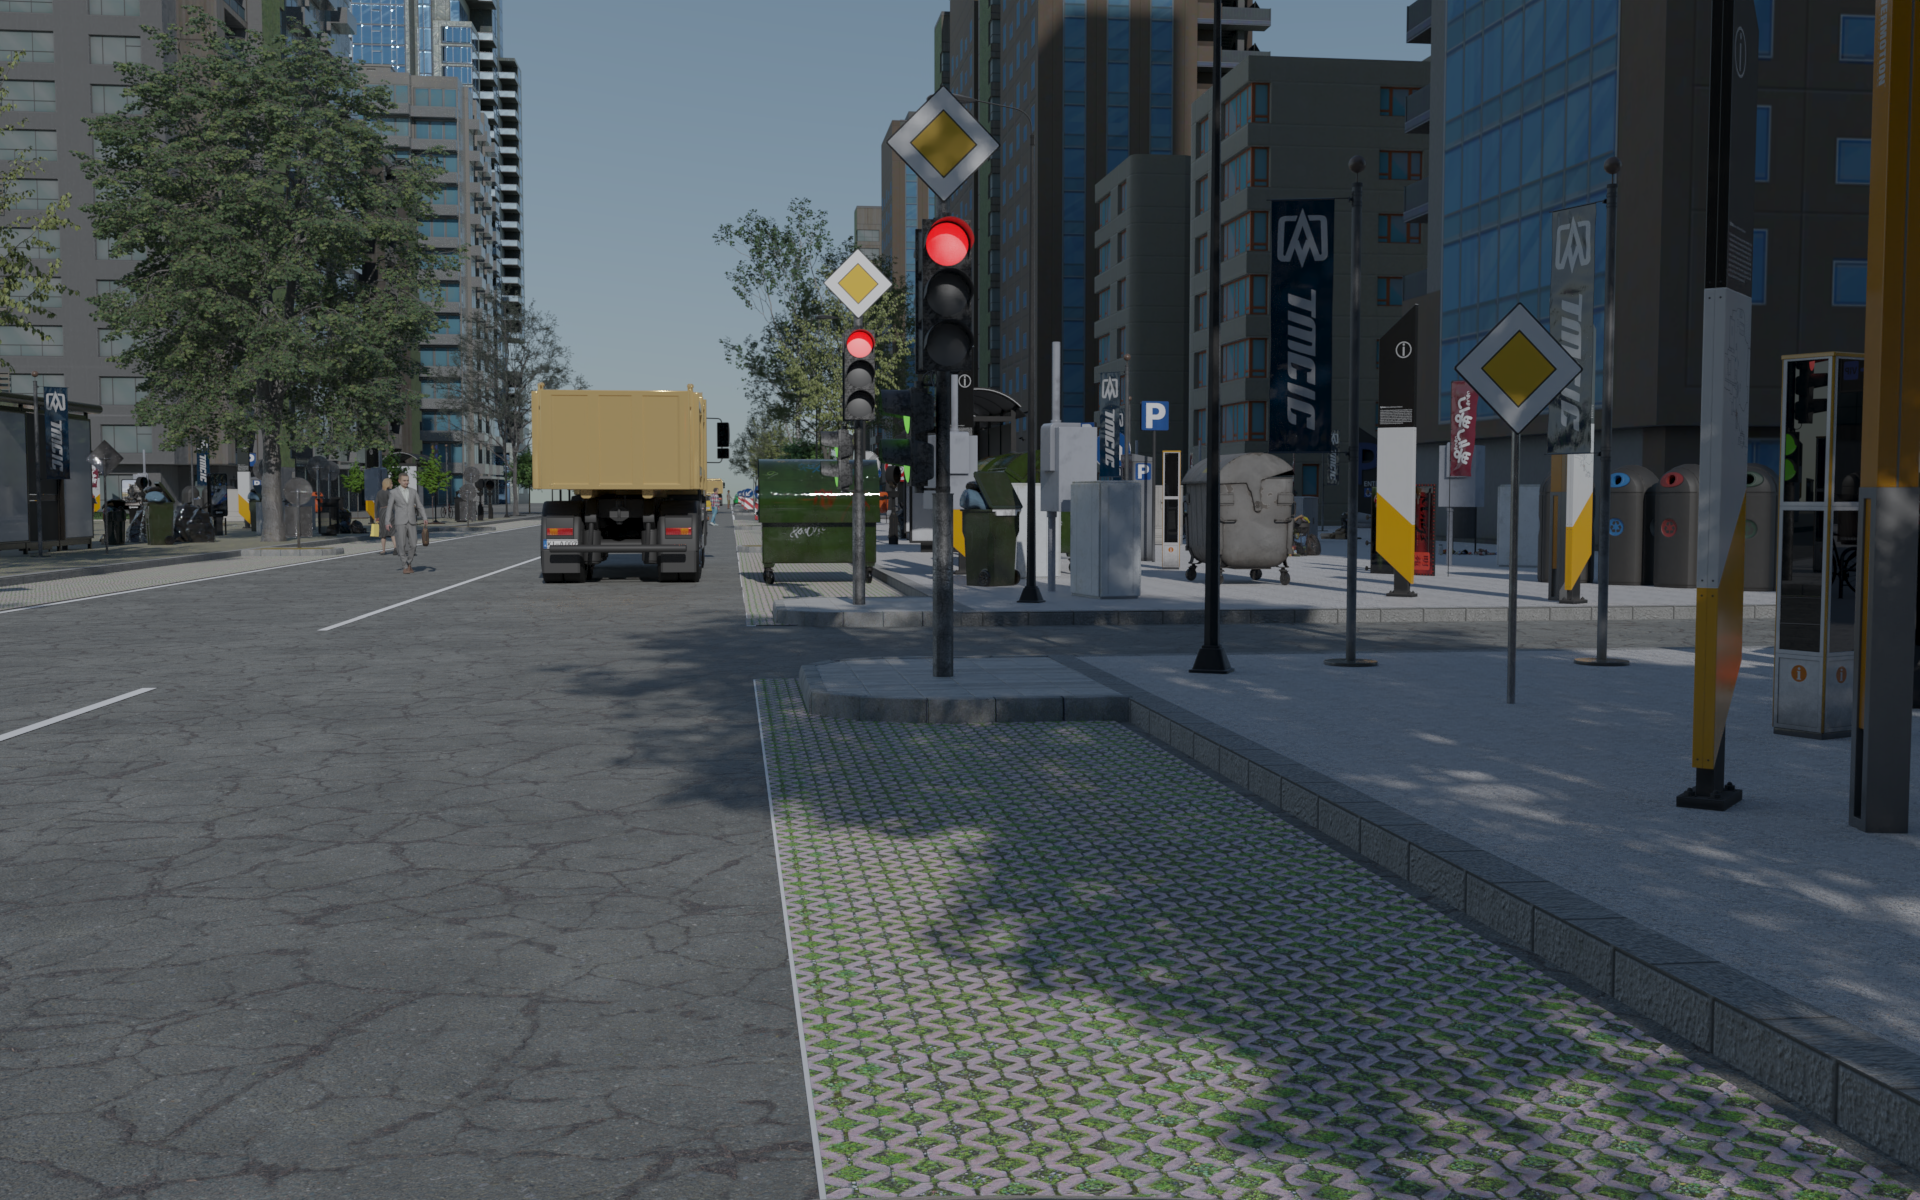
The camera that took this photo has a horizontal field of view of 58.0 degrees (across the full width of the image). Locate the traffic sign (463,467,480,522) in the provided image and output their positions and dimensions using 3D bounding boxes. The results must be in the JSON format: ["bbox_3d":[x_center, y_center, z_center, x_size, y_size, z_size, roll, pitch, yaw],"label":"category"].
[{"bbox_3d":[-22.577,-4.892,80.090,0.768,2.556,0.104,0,4,-4],"label":"traffic sign"}]

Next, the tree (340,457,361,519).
[{"bbox_3d":[-31.651,-5.871,90.593,1.663,3.219,1.824,0,3,0],"label":"tree"}]

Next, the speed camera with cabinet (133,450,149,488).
[{"bbox_3d":[-36.693,-5.095,77.641,0.660,3.252,2.038,-1,4,-21],"label":"speed camera with cabinet"}]

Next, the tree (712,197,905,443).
[{"bbox_3d":[-9.256,-15.466,108.755,12.611,20.169,13.585,0,3,0],"label":"tree"}]

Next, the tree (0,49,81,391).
[{"bbox_3d":[-16.036,-4.684,26.947,4.737,8.622,4.395,0,3,0],"label":"tree"}]

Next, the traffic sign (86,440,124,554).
[{"bbox_3d":[-18.188,-2.182,36.866,0.795,2.450,0.064,0,4,0],"label":"traffic sign"}]

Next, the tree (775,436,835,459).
[{"bbox_3d":[-7.848,-6.420,88.682,4.285,4.588,4.351,0,3,0],"label":"tree"}]

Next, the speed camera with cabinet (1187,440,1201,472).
[{"bbox_3d":[9.491,-4.280,64.320,2.038,3.252,0.660,-1,4,-12],"label":"speed camera with cabinet"}]

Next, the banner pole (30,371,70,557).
[{"bbox_3d":[-18.641,-2.780,35.464,0.401,3.779,0.863,3,5,41],"label":"banner pole"}]

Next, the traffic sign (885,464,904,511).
[{"bbox_3d":[-2.087,-3.472,56.880,0.768,2.556,0.104,0,4,1],"label":"traffic sign"}]

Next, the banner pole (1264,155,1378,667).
[{"bbox_3d":[2.711,-1.403,12.951,0.863,3.779,0.401,1,4,9],"label":"banner pole"}]

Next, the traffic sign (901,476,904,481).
[{"bbox_3d":[-2.653,-4.442,72.629,0.884,2.594,0.081,0,3,0],"label":"traffic sign"}]

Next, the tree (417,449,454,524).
[{"bbox_3d":[-22.456,-4.864,74.134,1.663,3.219,1.824,0,3,0],"label":"tree"}]

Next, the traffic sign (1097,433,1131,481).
[{"bbox_3d":[3.041,-2.124,34.839,0.768,2.556,0.104,0,4,-5],"label":"traffic sign"}]

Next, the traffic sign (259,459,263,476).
[{"bbox_3d":[-23.456,-3.594,58.871,0.768,2.556,0.104,0,4,1],"label":"traffic sign"}]

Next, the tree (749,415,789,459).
[{"bbox_3d":[-16.919,-12.591,156.229,4.360,8.622,3.978,0,3,0],"label":"tree"}]

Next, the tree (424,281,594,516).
[{"bbox_3d":[-26.086,-11.645,100.767,12.009,13.543,11.850,0,3,0],"label":"tree"}]

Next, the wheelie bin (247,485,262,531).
[{"bbox_3d":[-24.092,-3.165,59.658,0.693,1.594,0.980,2,4,26],"label":"wheelie bin"}]

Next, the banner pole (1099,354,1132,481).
[{"bbox_3d":[2.819,-2.518,31.184,0.863,3.779,0.401,3,5,45],"label":"banner pole"}]

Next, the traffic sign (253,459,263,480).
[{"bbox_3d":[-25.368,-3.851,63.078,0.768,2.556,0.104,0,4,0],"label":"traffic sign"}]

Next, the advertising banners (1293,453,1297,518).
[{"bbox_3d":[12.481,-4.183,64.581,0.090,3.025,2.074,1,4,15],"label":"advertising banners"}]

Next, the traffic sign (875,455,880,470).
[{"bbox_3d":[-2.750,-3.135,51.364,0.768,2.556,0.104,0,4,-1],"label":"traffic sign"}]

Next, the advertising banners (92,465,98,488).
[{"bbox_3d":[-37.219,-4.716,73.287,2.074,3.025,0.090,1,4,19],"label":"advertising banners"}]

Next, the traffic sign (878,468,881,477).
[{"bbox_3d":[-3.700,-4.456,72.966,0.768,2.556,0.104,0,4,2],"label":"traffic sign"}]

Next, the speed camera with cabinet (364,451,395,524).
[{"bbox_3d":[-20.431,-4.111,61.558,0.660,3.252,2.038,1,4,8],"label":"speed camera with cabinet"}]

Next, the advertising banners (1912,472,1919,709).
[{"bbox_3d":[6.289,-0.851,10.108,2.074,3.025,0.090,1,4,15],"label":"advertising banners"}]

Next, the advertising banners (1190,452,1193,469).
[{"bbox_3d":[9.770,-4.626,71.828,0.090,3.025,2.074,0,4,-5],"label":"advertising banners"}]

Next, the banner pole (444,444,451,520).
[{"bbox_3d":[-25.767,-5.935,87.056,0.401,3.779,0.863,-1,4,-21],"label":"banner pole"}]

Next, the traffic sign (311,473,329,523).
[{"bbox_3d":[-24.095,-3.975,65.099,0.768,2.556,0.104,0,4,2],"label":"traffic sign"}]

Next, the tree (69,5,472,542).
[{"bbox_3d":[-18.466,-8.553,46.492,9.857,13.997,8.962,0,3,0],"label":"tree"}]

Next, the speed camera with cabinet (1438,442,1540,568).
[{"bbox_3d":[9.567,-2.222,30.659,2.038,3.252,0.660,2,4,34],"label":"speed camera with cabinet"}]

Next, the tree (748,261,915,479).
[{"bbox_3d":[-3.505,-6.328,53.829,4.737,8.622,4.395,0,3,0],"label":"tree"}]

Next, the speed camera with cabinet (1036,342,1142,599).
[{"bbox_3d":[1.646,-1.693,22.019,0.660,3.252,2.038,-1,4,-19],"label":"speed camera with cabinet"}]

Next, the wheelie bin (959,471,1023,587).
[{"bbox_3d":[0.400,-0.998,24.218,0.980,1.594,0.693,-3,5,-45],"label":"wheelie bin"}]

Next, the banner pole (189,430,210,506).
[{"bbox_3d":[-29.305,-4.689,66.690,0.863,3.779,0.401,-1,4,-20],"label":"banner pole"}]

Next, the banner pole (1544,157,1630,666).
[{"bbox_3d":[4.753,-1.416,13.174,0.401,3.779,0.863,-2,4,-23],"label":"banner pole"}]

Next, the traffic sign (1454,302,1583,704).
[{"bbox_3d":[3.372,-0.572,10.538,0.795,2.450,0.064,0,4,-4],"label":"traffic sign"}]

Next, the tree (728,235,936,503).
[{"bbox_3d":[-4.218,-7.887,63.371,8.767,10.594,7.601,1,4,14],"label":"tree"}]

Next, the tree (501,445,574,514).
[{"bbox_3d":[-28.175,-7.941,113.556,4.285,4.588,4.351,0,3,0],"label":"tree"}]

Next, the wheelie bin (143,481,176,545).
[{"bbox_3d":[-20.184,-2.185,43.637,0.693,1.594,0.980,-3,4,-36],"label":"wheelie bin"}]

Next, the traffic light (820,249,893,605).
[{"bbox_3d":[-1.192,-1.901,20.001,0.839,4.253,0.868,0,4,-8],"label":"traffic light"}]

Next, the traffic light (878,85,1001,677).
[{"bbox_3d":[-0.138,-1.417,12.086,0.839,4.253,0.868,0,4,-8],"label":"traffic light"}]

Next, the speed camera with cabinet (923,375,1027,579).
[{"bbox_3d":[0.488,-1.942,26.092,2.038,3.252,0.660,-1,4,-22],"label":"speed camera with cabinet"}]

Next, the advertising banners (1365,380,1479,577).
[{"bbox_3d":[7.244,-1.895,27.177,0.090,3.025,2.074,-3,5,-39],"label":"advertising banners"}]

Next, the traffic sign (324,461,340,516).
[{"bbox_3d":[-24.331,-4.083,66.857,0.768,2.556,0.104,0,4,-7],"label":"traffic sign"}]

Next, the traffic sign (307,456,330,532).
[{"bbox_3d":[-21.281,-3.508,57.457,0.768,2.556,0.104,0,4,0],"label":"traffic sign"}]

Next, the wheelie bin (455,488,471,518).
[{"bbox_3d":[-24.164,-4.665,84.187,0.693,1.594,0.980,-3,4,-38],"label":"wheelie bin"}]
